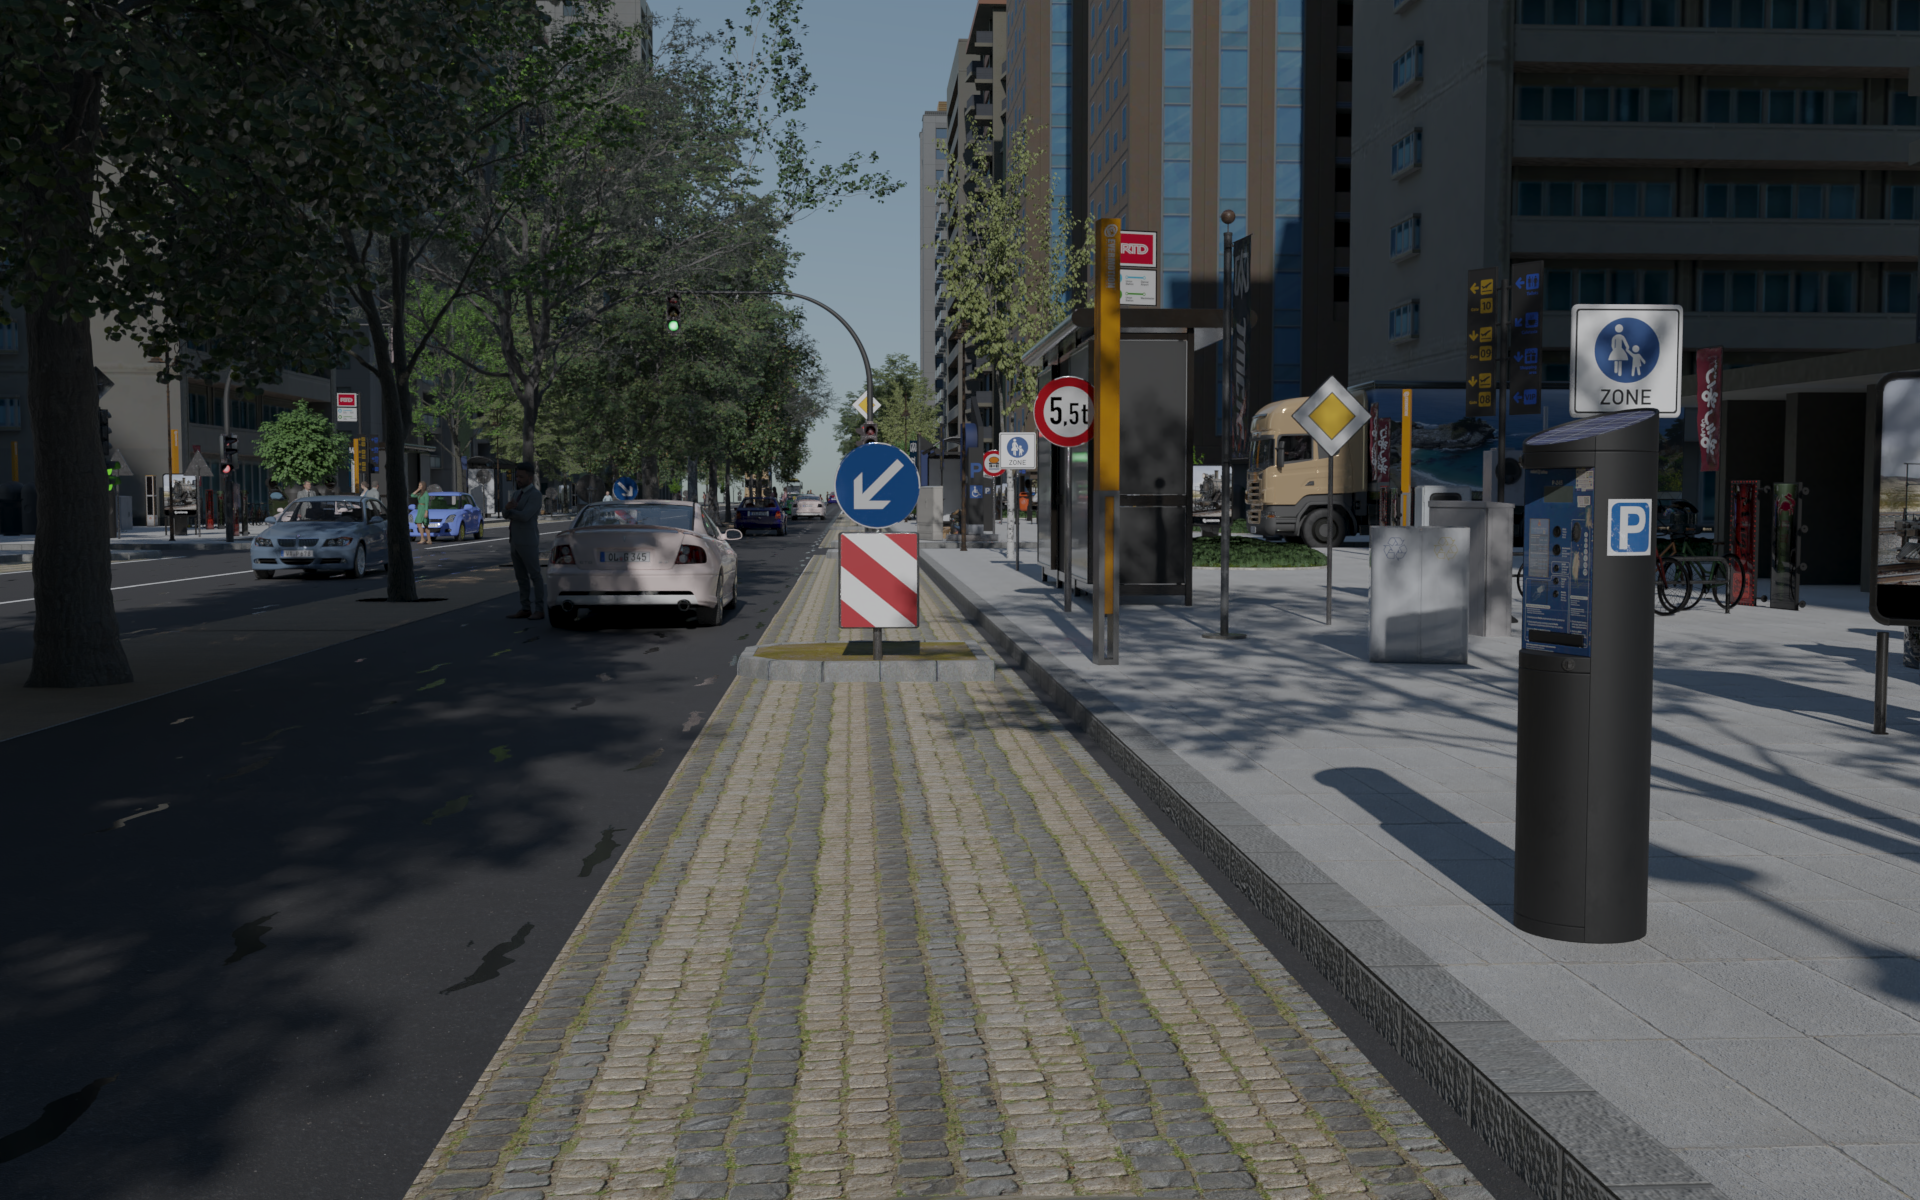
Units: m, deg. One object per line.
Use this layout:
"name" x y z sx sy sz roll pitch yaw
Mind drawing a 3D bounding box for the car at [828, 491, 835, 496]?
"car" -17.394 -14.364 243.526 2.281 1.827 5.304 0 4 -2

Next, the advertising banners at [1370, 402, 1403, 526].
"advertising banners" 7.956 -2.217 32.433 0.090 3.025 2.074 0 4 -2

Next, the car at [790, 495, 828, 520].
"car" -8.354 -5.093 95.627 2.083 1.381 4.827 0 4 -4

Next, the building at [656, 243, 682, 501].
"building" -50.952 -35.765 268.350 14.154 41.232 14.086 0 4 -4

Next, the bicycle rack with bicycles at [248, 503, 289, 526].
"bicycle rack with bicycles" -27.994 -3.486 70.385 2.852 0.926 2.925 0 4 6

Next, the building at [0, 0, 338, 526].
"building" -42.300 -27.758 77.544 21.300 48.544 21.600 0 4 -4

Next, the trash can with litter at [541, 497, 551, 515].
"trash can with litter" -25.171 -5.765 105.641 0.624 1.170 1.055 1 4 16

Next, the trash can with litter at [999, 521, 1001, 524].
"trash can with litter" 1.336 -3.986 76.230 1.678 1.210 2.233 0 4 7

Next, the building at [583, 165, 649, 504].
"building" -51.653 -34.916 225.498 22.147 44.769 28.867 0 4 -4

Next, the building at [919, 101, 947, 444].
"building" 4.333 -44.338 266.927 21.231 58.520 28.212 0 4 -4

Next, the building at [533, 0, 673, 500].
"building" -52.493 -49.619 249.518 20.563 71.187 20.611 0 4 -4

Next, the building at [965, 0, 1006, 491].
"building" 11.852 -30.536 153.887 22.147 44.769 28.867 0 4 -4

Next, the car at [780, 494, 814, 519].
"car" -9.526 -5.494 101.633 2.131 1.459 4.920 0 4 -3

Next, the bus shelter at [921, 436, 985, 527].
"bus shelter" -0.295 -4.245 63.337 2.014 3.302 5.546 0 4 -4

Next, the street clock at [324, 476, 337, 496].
"street clock" -25.423 -4.001 69.978 0.471 2.002 0.358 -1 4 -9

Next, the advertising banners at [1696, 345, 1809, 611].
"advertising banners" 9.023 -1.447 19.851 0.090 3.025 2.074 -1 4 -10

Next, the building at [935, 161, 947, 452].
"building" 8.046 -37.824 238.031 23.786 49.044 30.456 0 4 -4

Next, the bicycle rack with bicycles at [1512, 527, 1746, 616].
"bicycle rack with bicycles" 7.354 -0.350 19.103 2.925 0.926 2.852 -1 4 -13

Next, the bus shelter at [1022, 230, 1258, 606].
"bus shelter" 2.081 -2.829 23.885 2.179 5.291 8.768 0 4 -3

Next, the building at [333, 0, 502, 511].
"building" -41.328 -27.124 127.073 14.154 41.232 14.086 0 4 -4

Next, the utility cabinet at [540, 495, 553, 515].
"utility cabinet" -25.685 -5.868 107.101 1.020 1.237 0.306 1 4 9

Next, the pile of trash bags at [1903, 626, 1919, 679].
"pile of trash bags" 7.903 -0.172 12.559 1.912 1.369 3.447 2 4 27

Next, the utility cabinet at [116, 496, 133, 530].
"utility cabinet" -29.951 -3.108 61.971 0.306 1.237 1.020 0 4 -5

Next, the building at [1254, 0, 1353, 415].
"building" 14.181 -26.659 85.993 14.600 45.320 14.200 0 4 -4

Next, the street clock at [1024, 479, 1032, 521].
"street clock" 3.291 -4.738 82.030 0.358 2.002 0.471 -3 5 -40

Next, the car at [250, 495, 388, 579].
"car" -11.152 -1.149 30.785 2.014 1.417 4.499 0 4 -5

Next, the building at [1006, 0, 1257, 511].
"building" 10.556 -28.416 114.715 14.600 45.320 14.200 0 4 -4

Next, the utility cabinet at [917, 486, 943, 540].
"utility cabinet" -0.844 -2.403 47.975 0.318 1.500 1.173 -2 4 -23

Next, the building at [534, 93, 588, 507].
"building" -44.967 -29.749 169.984 14.154 41.232 14.086 0 4 -4

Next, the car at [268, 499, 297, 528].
"car" -19.687 -2.492 53.103 2.083 1.381 4.827 0 4 -4

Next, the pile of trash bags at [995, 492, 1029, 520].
"pile of trash bags" 1.832 -4.639 85.595 3.447 1.369 1.912 1 4 17

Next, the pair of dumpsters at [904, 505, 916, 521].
"pair of dumpsters" -2.140 -5.060 85.228 1.574 2.255 4.437 0 4 -3

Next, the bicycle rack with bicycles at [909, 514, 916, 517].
"bicycle rack with bicycles" -2.743 -5.030 95.630 2.852 0.926 2.925 -1 4 -16

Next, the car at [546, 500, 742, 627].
"car" -3.606 -0.473 20.102 2.083 1.381 4.827 0 4 -4

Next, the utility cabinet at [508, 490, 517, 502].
"utility cabinet" -25.748 -5.652 101.089 1.173 1.500 0.318 -3 4 -38

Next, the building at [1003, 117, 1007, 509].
"building" 10.092 -22.081 132.726 14.160 30.474 14.107 0 4 -4

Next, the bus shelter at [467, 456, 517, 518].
"bus shelter" -25.780 -6.184 95.028 2.014 3.302 5.546 0 4 -4

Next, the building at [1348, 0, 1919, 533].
"building" 26.521 -27.025 65.557 21.600 48.544 21.300 0 4 -4

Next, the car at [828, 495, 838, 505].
"car" -16.356 -12.998 225.100 1.945 1.354 3.894 0 4 -5

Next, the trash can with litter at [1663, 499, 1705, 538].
"trash can with litter" 16.384 -1.687 38.965 1.055 1.170 0.624 -2 4 -34

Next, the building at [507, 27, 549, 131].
"building" -47.489 -30.180 148.062 22.147 44.769 28.867 0 4 -4

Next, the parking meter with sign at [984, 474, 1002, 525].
"parking meter with sign" 1.020 -4.655 72.371 1.738 3.016 0.543 -2 4 -29

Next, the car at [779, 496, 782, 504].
"car" -25.325 -14.626 251.720 1.945 1.354 3.894 0 4 -2

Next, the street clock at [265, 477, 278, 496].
"street clock" -29.582 -4.276 74.489 0.358 2.002 0.471 2 4 35

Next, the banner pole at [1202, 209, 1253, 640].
"banner pole" 2.396 -1.535 15.115 0.401 3.779 0.863 -1 4 -9

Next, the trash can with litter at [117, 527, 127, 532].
"trash can with litter" -28.846 -2.885 58.229 1.678 1.210 2.233 1 4 23

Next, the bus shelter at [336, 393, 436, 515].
"bus shelter" -23.721 -5.731 71.336 2.179 5.291 8.768 0 4 -3

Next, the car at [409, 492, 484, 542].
"car" -15.864 -2.672 53.275 1.945 1.707 3.694 0 4 -2

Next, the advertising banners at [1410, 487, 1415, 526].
"advertising banners" 10.063 -2.618 38.989 0.090 3.025 2.074 -2 4 -32

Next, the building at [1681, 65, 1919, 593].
"building" 21.946 -21.940 13.340 22.147 44.769 28.867 0 4 -4

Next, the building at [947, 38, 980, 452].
"building" 9.842 -33.956 178.882 21.300 48.544 21.600 0 4 -4

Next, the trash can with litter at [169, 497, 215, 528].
"trash can with litter" -28.542 -3.328 65.466 2.233 1.210 1.678 0 4 2

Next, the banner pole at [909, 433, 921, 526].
"banner pole" -1.798 -4.934 70.692 0.401 3.779 0.863 -3 5 -43

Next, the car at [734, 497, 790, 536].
"car" -6.939 -2.927 60.429 1.945 1.354 3.894 0 4 -4

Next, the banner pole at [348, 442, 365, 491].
"banner pole" -25.558 -5.111 73.581 0.863 3.779 0.401 0 4 -3

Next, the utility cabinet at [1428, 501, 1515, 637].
"utility cabinet" 4.723 -0.299 16.044 0.306 1.237 1.020 -1 4 -15
